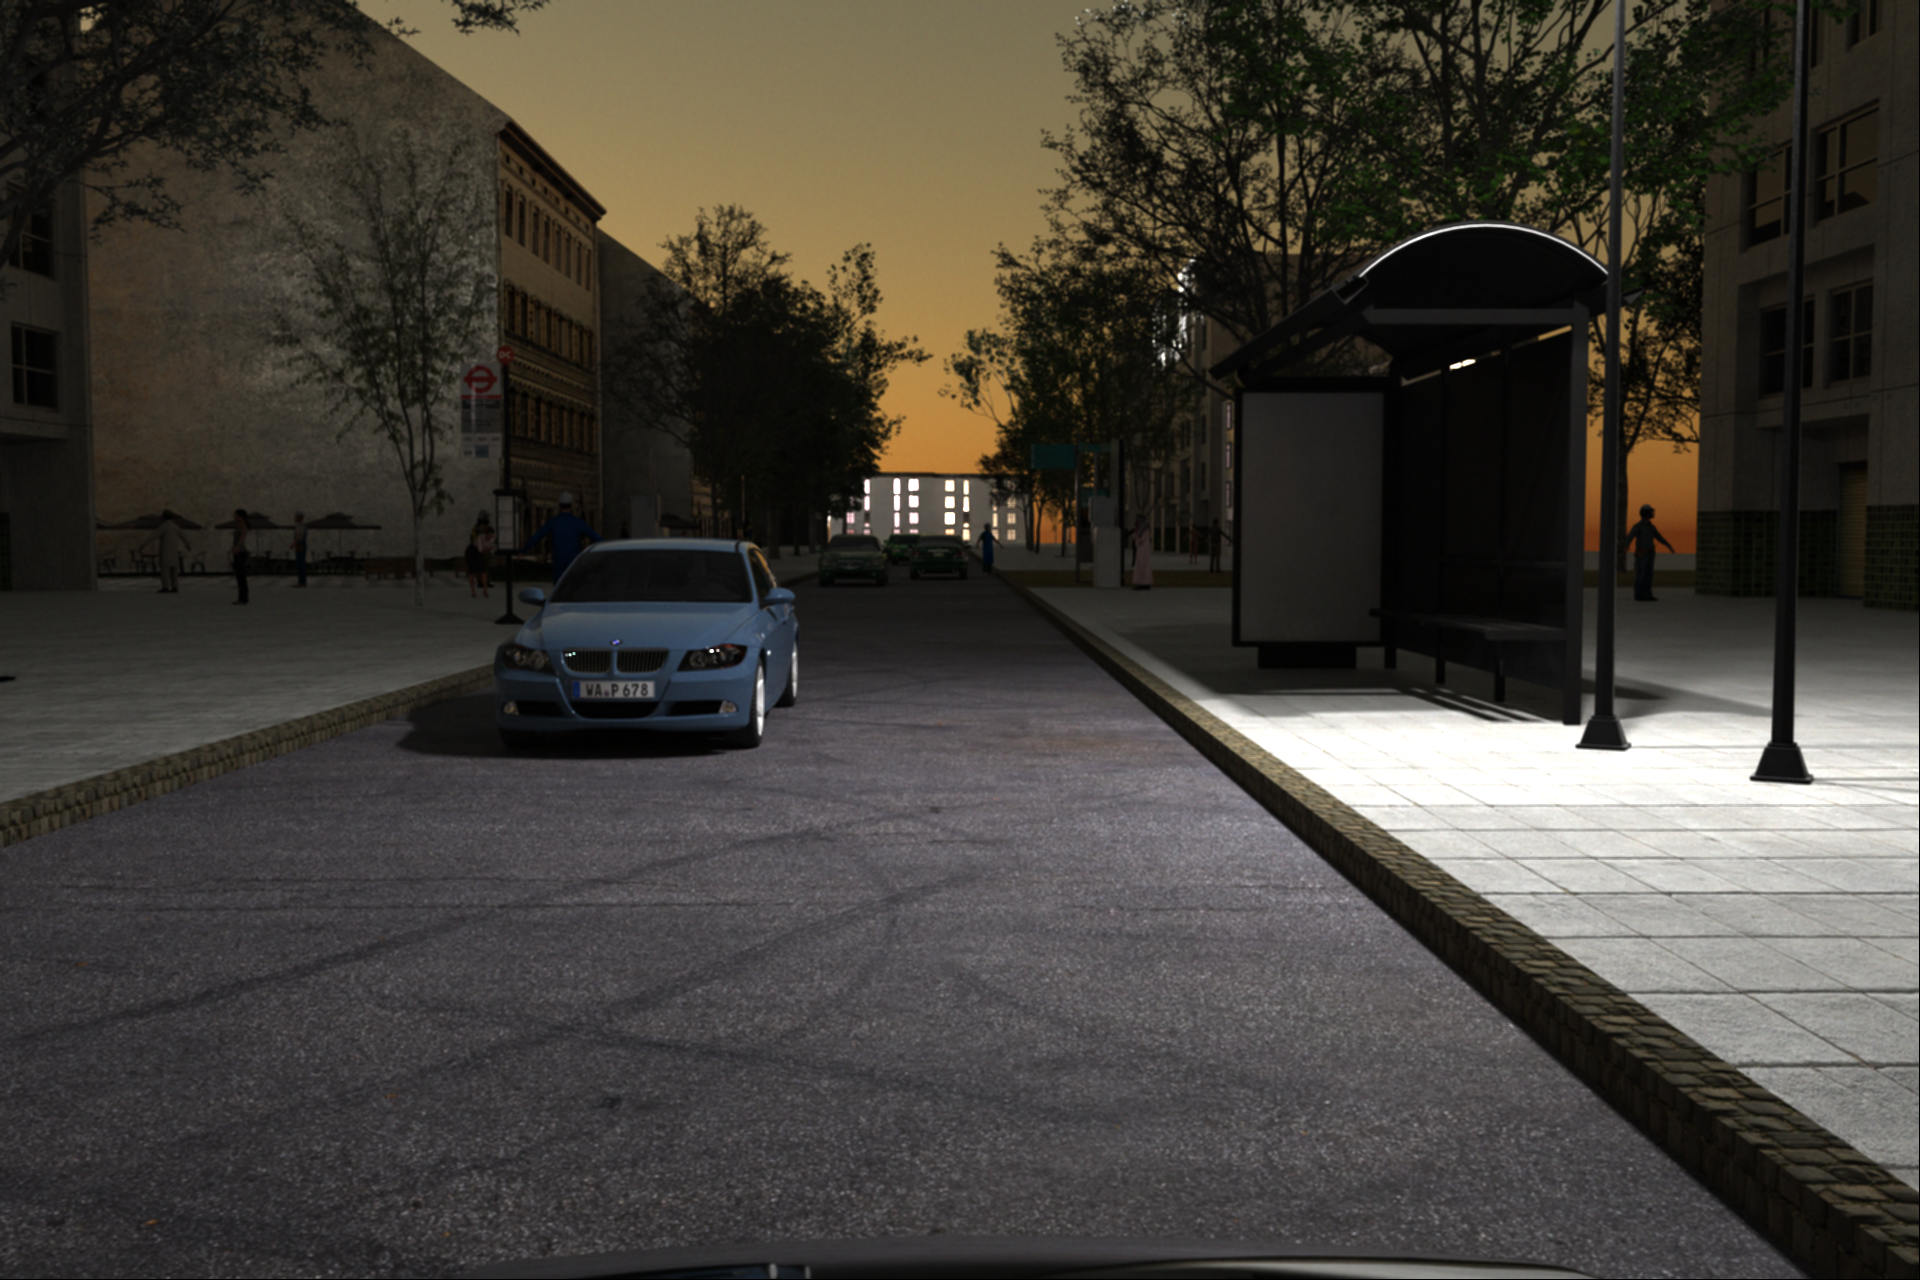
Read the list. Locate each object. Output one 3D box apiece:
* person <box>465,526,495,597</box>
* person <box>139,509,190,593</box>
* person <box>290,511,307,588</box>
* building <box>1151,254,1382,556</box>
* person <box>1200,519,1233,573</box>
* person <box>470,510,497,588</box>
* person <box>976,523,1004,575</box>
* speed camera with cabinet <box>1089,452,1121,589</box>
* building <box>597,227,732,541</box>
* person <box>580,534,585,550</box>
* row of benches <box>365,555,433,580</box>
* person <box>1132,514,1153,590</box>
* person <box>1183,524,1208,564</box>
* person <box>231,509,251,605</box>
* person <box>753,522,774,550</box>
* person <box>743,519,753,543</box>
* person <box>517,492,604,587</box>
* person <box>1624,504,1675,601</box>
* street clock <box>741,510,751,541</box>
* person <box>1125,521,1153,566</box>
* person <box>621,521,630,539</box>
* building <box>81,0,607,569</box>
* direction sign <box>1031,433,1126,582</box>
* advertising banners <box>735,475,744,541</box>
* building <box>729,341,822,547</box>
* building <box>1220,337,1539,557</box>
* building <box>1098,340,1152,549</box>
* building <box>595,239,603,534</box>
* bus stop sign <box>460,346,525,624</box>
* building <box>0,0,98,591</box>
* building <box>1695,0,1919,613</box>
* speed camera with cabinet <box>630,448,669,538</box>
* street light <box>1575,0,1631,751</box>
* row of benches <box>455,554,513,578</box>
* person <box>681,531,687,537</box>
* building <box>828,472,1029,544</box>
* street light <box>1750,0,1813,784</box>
[{"bbox_3d":[-9.635,-1.572,34.938,0.799,1.438,0.628,1,4,9],"label":"person"},{"bbox_3d":[-17.370,-1.949,37.960,0.704,1.819,1.344,2,4,24],"label":"person"},{"bbox_3d":[-15.909,-2.192,41.695,0.705,1.847,1.347,-1,4,-12],"label":"person"},{"bbox_3d":[23.194,-15.387,118.042,16.747,18.905,31.486,0,3,0],"label":"building"},{"bbox_3d":[8.493,-3.131,57.459,1.348,1.796,0.705,3,5,42],"label":"person"},{"bbox_3d":[-11.439,-2.196,41.680,1.354,1.858,0.705,3,5,43],"label":"person"},{"bbox_3d":[0.999,-3.218,61.194,0.704,1.817,1.347,3,5,45],"label":"person"},{"bbox_3d":[3.477,-2.877,41.369,0.660,3.252,2.038,0,3,0],"label":"speed camera with cabinet"},{"bbox_3d":[-26.481,-17.691,120.172,19.493,23.208,18.063,0,4,0],"label":"building"},{"bbox_3d":[-12.457,-3.064,56.227,0.704,1.812,1.346,-3,4,-37],"label":"person"},{"bbox_3d":[-16.216,-2.116,50.063,1.422,0.672,4.104,0,4,1],"label":"row of benches"},{"bbox_3d":[4.165,-2.023,39.789,0.621,1.740,0.551,-1,4,-19],"label":"person"},{"bbox_3d":[10.148,-4.163,74.874,1.217,1.733,0.721,3,4,37],"label":"person"},{"bbox_3d":[-13.197,-1.514,31.570,0.721,1.737,1.217,-2,4,-24],"label":"person"},{"bbox_3d":[-8.621,-4.136,73.760,1.348,1.813,0.705,0,4,5],"label":"person"},{"bbox_3d":[-7.091,-3.162,57.664,0.705,1.833,1.349,-1,4,-18],"label":"person"},{"bbox_3d":[-5.274,-1.061,23.228,1.347,1.842,0.705,0,4,-5],"label":"person"},{"bbox_3d":[13.182,-1.677,33.260,1.345,1.849,0.704,-2,4,-28],"label":"person"},{"bbox_3d":[-6.527,-2.945,52.713,0.358,2.002,0.471,0,4,1],"label":"street clock"},{"bbox_3d":[7.053,-3.847,69.087,1.347,1.806,0.705,-1,4,-9],"label":"person"},{"bbox_3d":[-14.147,-4.118,73.259,0.705,1.837,1.347,0,4,4],"label":"person"},{"bbox_3d":[-26.130,-14.743,71.985,19.493,23.208,18.063,0,4,-1],"label":"building"},{"bbox_3d":[3.149,-3.459,45.311,2.525,3.948,1.411,0,4,-2],"label":"direction sign"},{"bbox_3d":[-6.403,-3.322,50.508,0.090,3.025,2.074,0,4,-1],"label":"advertising banners"},{"bbox_3d":[-29.826,-21.029,187.793,27.936,21.610,32.646,0,4,-1],"label":"building"},{"bbox_3d":[19.879,-8.903,87.718,9.099,9.664,28.070,0,4,0],"label":"building"},{"bbox_3d":[22.902,-18.297,165.606,16.747,18.905,31.486,0,4,0],"label":"building"},{"bbox_3d":[-27.644,-14.746,97.521,16.016,20.090,11.380,0,4,-1],"label":"building"},{"bbox_3d":[-6.670,-2.201,24.694,0.855,3.939,0.416,0,4,1],"label":"bus stop sign"},{"bbox_3d":[-27.828,-9.580,23.090,16.747,18.905,31.486,0,4,-1],"label":"building"},{"bbox_3d":[24.031,-9.419,20.465,16.747,18.905,31.486,0,4,0],"label":"building"},{"bbox_3d":[-7.237,-2.819,40.419,0.660,3.252,2.038,0,4,-1],"label":"speed camera with cabinet"},{"bbox_3d":[4.411,-2.305,10.236,1.470,5.913,1.316,0,4,-1],"label":"street light"},{"bbox_3d":[-14.500,-2.282,52.777,1.422,0.672,4.104,0,4,1],"label":"row of benches"},{"bbox_3d":[-11.479,-3.884,72.773,0.599,1.433,0.991,-1,4,-18],"label":"person"},{"bbox_3d":[-4.149,-17.828,236.098,28.070,9.664,9.099,-1,4,-9],"label":"building"},{"bbox_3d":[4.834,-2.222,8.867,1.470,5.913,1.316,0,4,0],"label":"street light"}]
